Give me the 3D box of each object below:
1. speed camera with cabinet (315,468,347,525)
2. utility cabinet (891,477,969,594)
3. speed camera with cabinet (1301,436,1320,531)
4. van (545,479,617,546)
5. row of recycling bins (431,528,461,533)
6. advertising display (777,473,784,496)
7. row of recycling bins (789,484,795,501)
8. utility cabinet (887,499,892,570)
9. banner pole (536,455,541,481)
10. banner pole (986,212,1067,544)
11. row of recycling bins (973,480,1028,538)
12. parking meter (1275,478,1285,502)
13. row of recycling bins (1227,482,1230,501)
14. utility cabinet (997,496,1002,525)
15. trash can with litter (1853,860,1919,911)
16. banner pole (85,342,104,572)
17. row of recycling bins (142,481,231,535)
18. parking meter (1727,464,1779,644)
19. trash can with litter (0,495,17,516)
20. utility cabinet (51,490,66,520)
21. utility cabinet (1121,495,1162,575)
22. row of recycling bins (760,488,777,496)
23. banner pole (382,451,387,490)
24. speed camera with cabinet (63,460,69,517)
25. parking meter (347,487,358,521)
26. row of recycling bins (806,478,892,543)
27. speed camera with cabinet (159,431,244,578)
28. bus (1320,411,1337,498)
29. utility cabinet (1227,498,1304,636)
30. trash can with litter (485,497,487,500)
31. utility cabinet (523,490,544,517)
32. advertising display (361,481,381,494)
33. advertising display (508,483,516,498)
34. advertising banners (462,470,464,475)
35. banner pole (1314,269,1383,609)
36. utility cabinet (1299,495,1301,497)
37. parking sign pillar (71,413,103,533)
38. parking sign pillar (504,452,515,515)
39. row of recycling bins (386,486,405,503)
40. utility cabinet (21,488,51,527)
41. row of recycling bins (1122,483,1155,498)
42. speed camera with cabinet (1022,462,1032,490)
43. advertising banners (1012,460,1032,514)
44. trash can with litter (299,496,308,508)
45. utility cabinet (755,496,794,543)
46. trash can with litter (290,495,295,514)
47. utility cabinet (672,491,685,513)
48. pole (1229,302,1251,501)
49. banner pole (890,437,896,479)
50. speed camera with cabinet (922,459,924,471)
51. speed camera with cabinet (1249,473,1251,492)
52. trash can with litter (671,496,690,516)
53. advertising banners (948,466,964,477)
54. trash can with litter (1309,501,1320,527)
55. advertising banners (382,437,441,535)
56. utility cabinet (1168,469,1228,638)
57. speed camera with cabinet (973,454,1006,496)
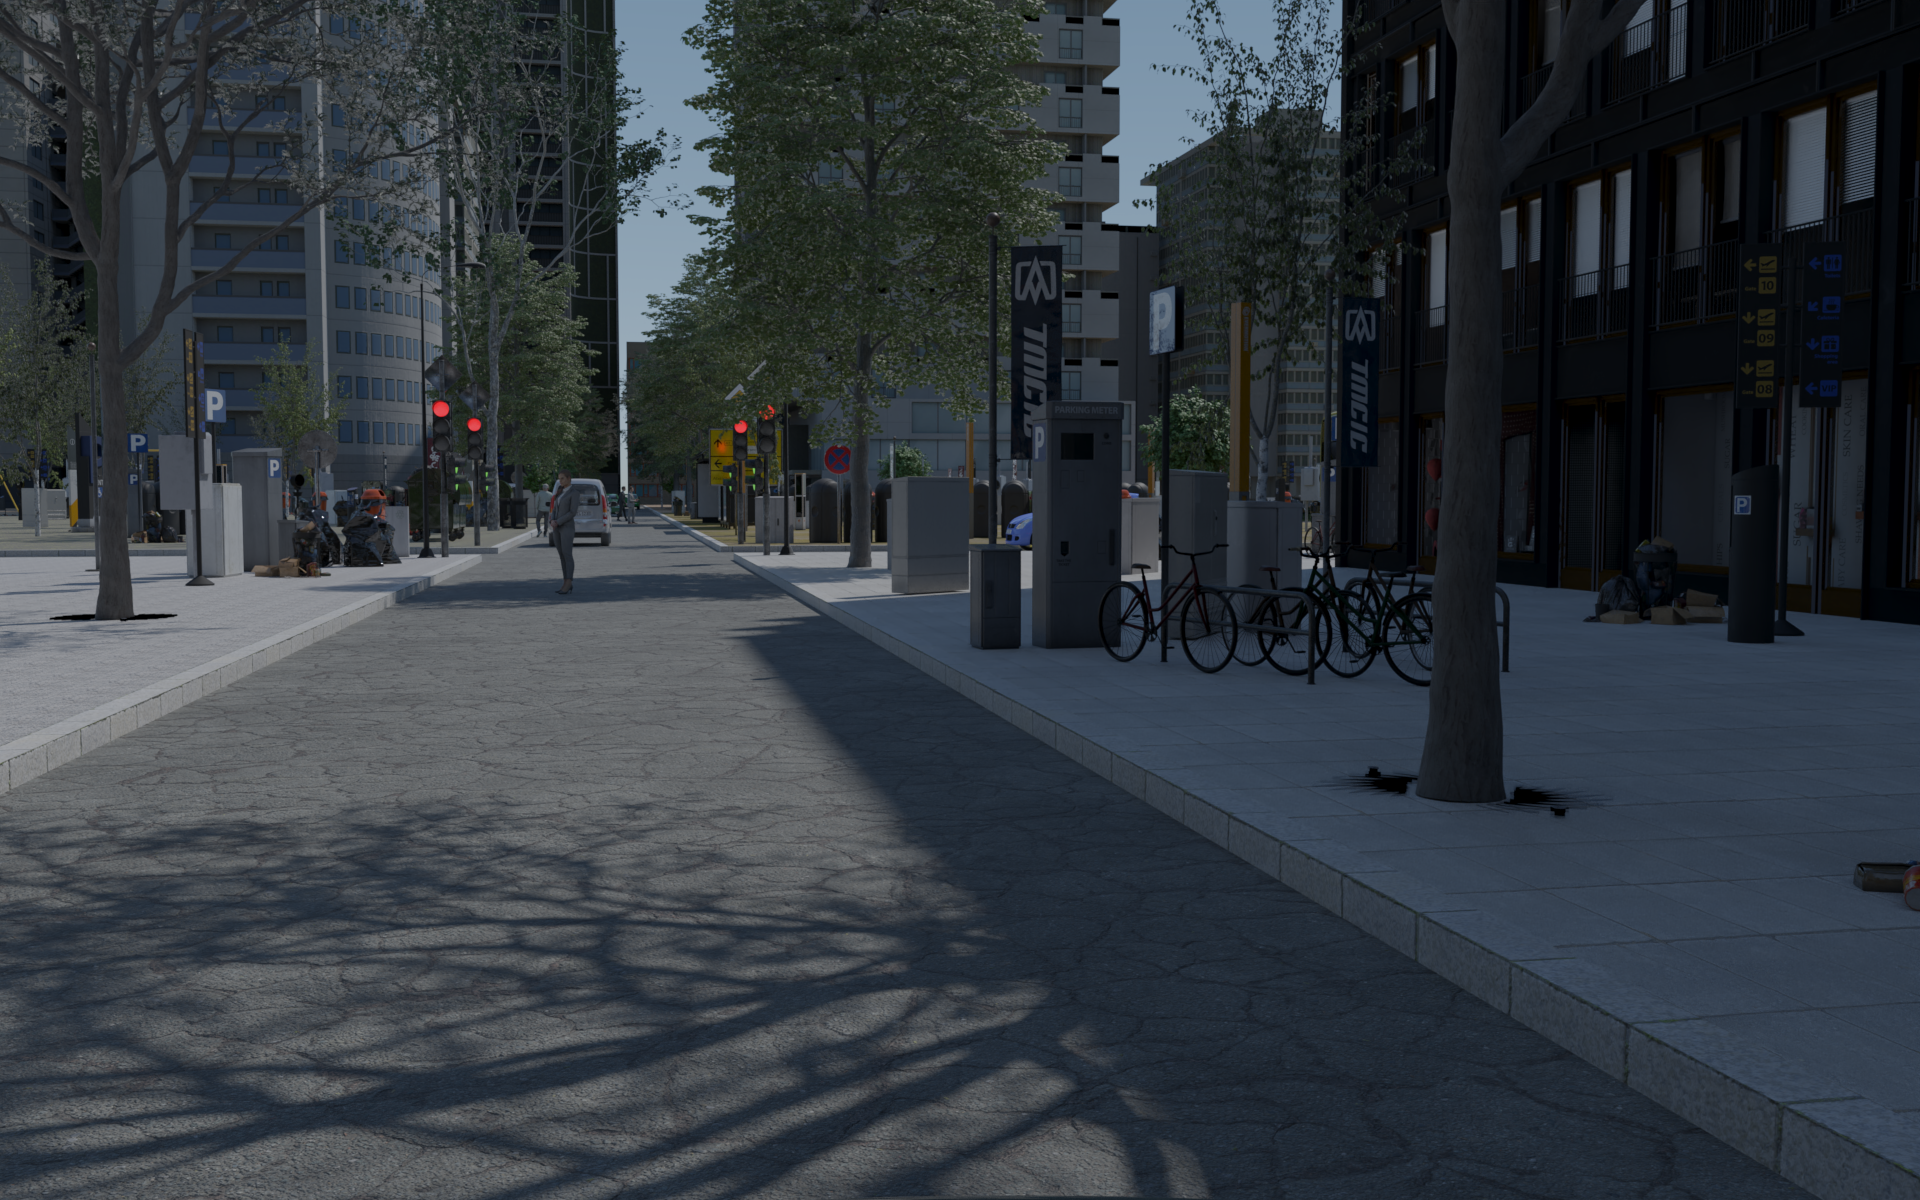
[{"bbox_3d":[-26.567,-4.822,73.169,0.660,3.252,2.038,-3,5,-43],"label":"speed camera with cabinet"},{"bbox_3d":[-0.386,-0.842,22.451,0.318,1.500,1.173,3,5,42],"label":"utility cabinet"},{"bbox_3d":[12.633,-3.955,58.998,2.038,3.252,0.660,3,5,43],"label":"speed camera with cabinet"},{"bbox_3d":[-10.708,-2.561,48.891,2.013,2.044,4.112,-1,4,-10],"label":"van"},{"bbox_3d":[-17.245,-3.119,58.111,1.069,1.692,3.534,-1,4,-18],"label":"row of recycling bins"},{"bbox_3d":[-5.451,-2.937,53.230,0.123,1.923,0.974,-1,4,-18],"label":"advertising display"},{"bbox_3d":[-5.528,-3.889,70.692,3.534,1.692,1.069,2,4,28],"label":"row of recycling bins"},{"bbox_3d":[-0.778,-1.132,29.667,1.020,1.237,0.306,-3,5,-41],"label":"utility cabinet"},{"bbox_3d":[-24.004,-6.646,98.679,0.401,3.779,0.863,0,4,6],"label":"banner pole"},{"bbox_3d":[0.519,-1.556,15.453,0.863,3.779,0.401,1,4,13],"label":"banner pole"},{"bbox_3d":[1.194,-2.692,51.123,3.534,1.692,1.069,0,4,4],"label":"row of recycling bins"},{"bbox_3d":[11.984,-3.617,64.851,0.255,1.863,0.399,-1,4,-13],"label":"parking meter"},{"bbox_3d":[8.980,-3.400,62.698,1.069,1.692,3.534,-2,4,-25],"label":"row of recycling bins"},{"bbox_3d":[1.910,-3.748,72.440,0.306,1.237,1.020,-2,4,-31],"label":"utility cabinet"},{"bbox_3d":[3.793,0.343,5.451,2.233,1.210,1.678,-1,4,-12],"label":"trash can with litter"},{"bbox_3d":[-14.288,-2.380,28.929,0.401,3.779,0.863,1,4,13],"label":"banner pole"},{"bbox_3d":[-24.643,-2.889,54.352,1.069,1.692,3.534,1,4,19],"label":"row of recycling bins"},{"bbox_3d":[6.858,-0.402,14.976,0.372,1.533,0.369,0,3,0],"label":"parking meter"},{"bbox_3d":[-55.868,-5.543,101.691,1.678,1.210,2.233,3,4,37],"label":"trash can with litter"},{"bbox_3d":[-44.621,-4.680,85.198,0.318,1.500,1.173,2,4,30],"label":"utility cabinet"},{"bbox_3d":[2.870,-1.030,27.999,0.306,1.237,1.020,2,4,31],"label":"utility cabinet"},{"bbox_3d":[-10.888,-6.133,107.383,3.534,1.692,1.069,1,4,19],"label":"row of recycling bins"},{"bbox_3d":[-33.716,-6.825,101.601,0.401,3.779,0.863,0,4,-3],"label":"banner pole"},{"bbox_3d":[-50.965,-6.363,98.373,0.660,3.252,2.038,1,4,10],"label":"speed camera with cabinet"},{"bbox_3d":[-22.012,-3.326,62.790,0.372,1.533,0.369,0,3,0],"label":"parking meter"},{"bbox_3d":[-2.287,-2.391,46.207,3.534,1.692,1.069,-2,4,-24],"label":"row of recycling bins"},{"bbox_3d":[-11.571,-1.962,26.413,0.660,3.252,2.038,0,4,-5],"label":"speed camera with cabinet"},{"bbox_3d":[15.481,-3.232,44.385,12.252,3.916,2.896,-1,4,-9],"label":"bus"},{"bbox_3d":[2.791,-0.303,16.120,0.306,1.237,1.020,-1,4,-23],"label":"utility cabinet"},{"bbox_3d":[-19.808,-3.795,73.436,0.624,1.170,1.055,-1,4,-23],"label":"trash can with litter"},{"bbox_3d":[-23.230,-5.248,94.477,1.173,1.500,0.318,-1,4,-10],"label":"utility cabinet"},{"bbox_3d":[-28.452,-4.802,83.734,0.123,1.923,0.974,3,5,40],"label":"advertising display"},{"bbox_3d":[-25.716,-5.795,99.965,0.974,1.923,0.123,-2,4,-33],"label":"advertising display"},{"bbox_3d":[-32.782,-7.123,112.652,2.074,3.025,0.090,3,5,42],"label":"advertising banners"},{"bbox_3d":[4.337,-1.799,19.437,0.863,3.779,0.401,-1,4,-15],"label":"banner pole"},{"bbox_3d":[20.465,-5.668,103.833,0.306,1.237,1.020,1,4,12],"label":"utility cabinet"},{"bbox_3d":[-29.085,-4.259,58.112,1.447,3.967,1.447,0,4,3],"label":"parking sign pillar"},{"bbox_3d":[-28.089,-7.232,106.718,1.447,3.967,1.447,-1,4,-18],"label":"parking sign pillar"},{"bbox_3d":[-29.240,-5.054,89.740,1.069,1.692,3.534,-1,4,-19],"label":"row of recycling bins"},{"bbox_3d":[-35.476,-3.532,66.432,1.173,1.500,0.318,2,4,30],"label":"utility cabinet"},{"bbox_3d":[5.852,-3.440,63.351,1.069,1.692,3.534,-1,4,-22],"label":"row of recycling bins"},{"bbox_3d":[4.619,-6.806,105.610,0.660,3.252,2.038,-2,4,-34],"label":"speed camera with cabinet"},{"bbox_3d":[2.194,-3.961,60.952,0.090,3.025,2.074,2,4,24],"label":"advertising banners"},{"bbox_3d":[-34.305,-4.868,90.984,1.055,1.170,0.624,1,4,9],"label":"trash can with litter"},{"bbox_3d":[-4.876,-2.098,45.459,1.020,1.237,0.306,2,4,24],"label":"utility cabinet"},{"bbox_3d":[-42.504,-6.139,111.426,2.233,1.210,1.678,1,4,18],"label":"trash can with litter"},{"bbox_3d":[-18.852,-6.554,115.830,0.318,1.500,1.173,1,4,23],"label":"utility cabinet"},{"bbox_3d":[3.000,-1.513,18.574,0.158,3.312,0.155,0,3,0],"label":"pole"},{"bbox_3d":[-2.913,-5.211,75.218,0.401,3.779,0.863,1,4,16],"label":"banner pole"},{"bbox_3d":[-2.796,-6.354,98.228,2.038,3.252,0.660,2,4,26],"label":"speed camera with cabinet"},{"bbox_3d":[11.743,-4.737,71.781,0.660,3.252,2.038,1,4,9],"label":"speed camera with cabinet"},{"bbox_3d":[-16.220,-5.470,100.818,1.055,1.170,0.624,-2,4,-30],"label":"trash can with litter"},{"bbox_3d":[-0.496,-6.797,107.314,2.074,3.025,0.090,3,5,42],"label":"advertising banners"},{"bbox_3d":[13.674,-3.287,65.130,1.055,1.170,0.624,0,4,7],"label":"trash can with litter"},{"bbox_3d":[-16.978,-3.511,53.601,2.074,3.025,0.090,0,4,2],"label":"advertising banners"},{"bbox_3d":[2.147,-0.428,15.683,0.318,1.500,1.173,1,4,23],"label":"utility cabinet"},{"bbox_3d":[1.252,-5.613,86.104,2.038,3.252,0.660,2,4,28],"label":"speed camera with cabinet"}]
